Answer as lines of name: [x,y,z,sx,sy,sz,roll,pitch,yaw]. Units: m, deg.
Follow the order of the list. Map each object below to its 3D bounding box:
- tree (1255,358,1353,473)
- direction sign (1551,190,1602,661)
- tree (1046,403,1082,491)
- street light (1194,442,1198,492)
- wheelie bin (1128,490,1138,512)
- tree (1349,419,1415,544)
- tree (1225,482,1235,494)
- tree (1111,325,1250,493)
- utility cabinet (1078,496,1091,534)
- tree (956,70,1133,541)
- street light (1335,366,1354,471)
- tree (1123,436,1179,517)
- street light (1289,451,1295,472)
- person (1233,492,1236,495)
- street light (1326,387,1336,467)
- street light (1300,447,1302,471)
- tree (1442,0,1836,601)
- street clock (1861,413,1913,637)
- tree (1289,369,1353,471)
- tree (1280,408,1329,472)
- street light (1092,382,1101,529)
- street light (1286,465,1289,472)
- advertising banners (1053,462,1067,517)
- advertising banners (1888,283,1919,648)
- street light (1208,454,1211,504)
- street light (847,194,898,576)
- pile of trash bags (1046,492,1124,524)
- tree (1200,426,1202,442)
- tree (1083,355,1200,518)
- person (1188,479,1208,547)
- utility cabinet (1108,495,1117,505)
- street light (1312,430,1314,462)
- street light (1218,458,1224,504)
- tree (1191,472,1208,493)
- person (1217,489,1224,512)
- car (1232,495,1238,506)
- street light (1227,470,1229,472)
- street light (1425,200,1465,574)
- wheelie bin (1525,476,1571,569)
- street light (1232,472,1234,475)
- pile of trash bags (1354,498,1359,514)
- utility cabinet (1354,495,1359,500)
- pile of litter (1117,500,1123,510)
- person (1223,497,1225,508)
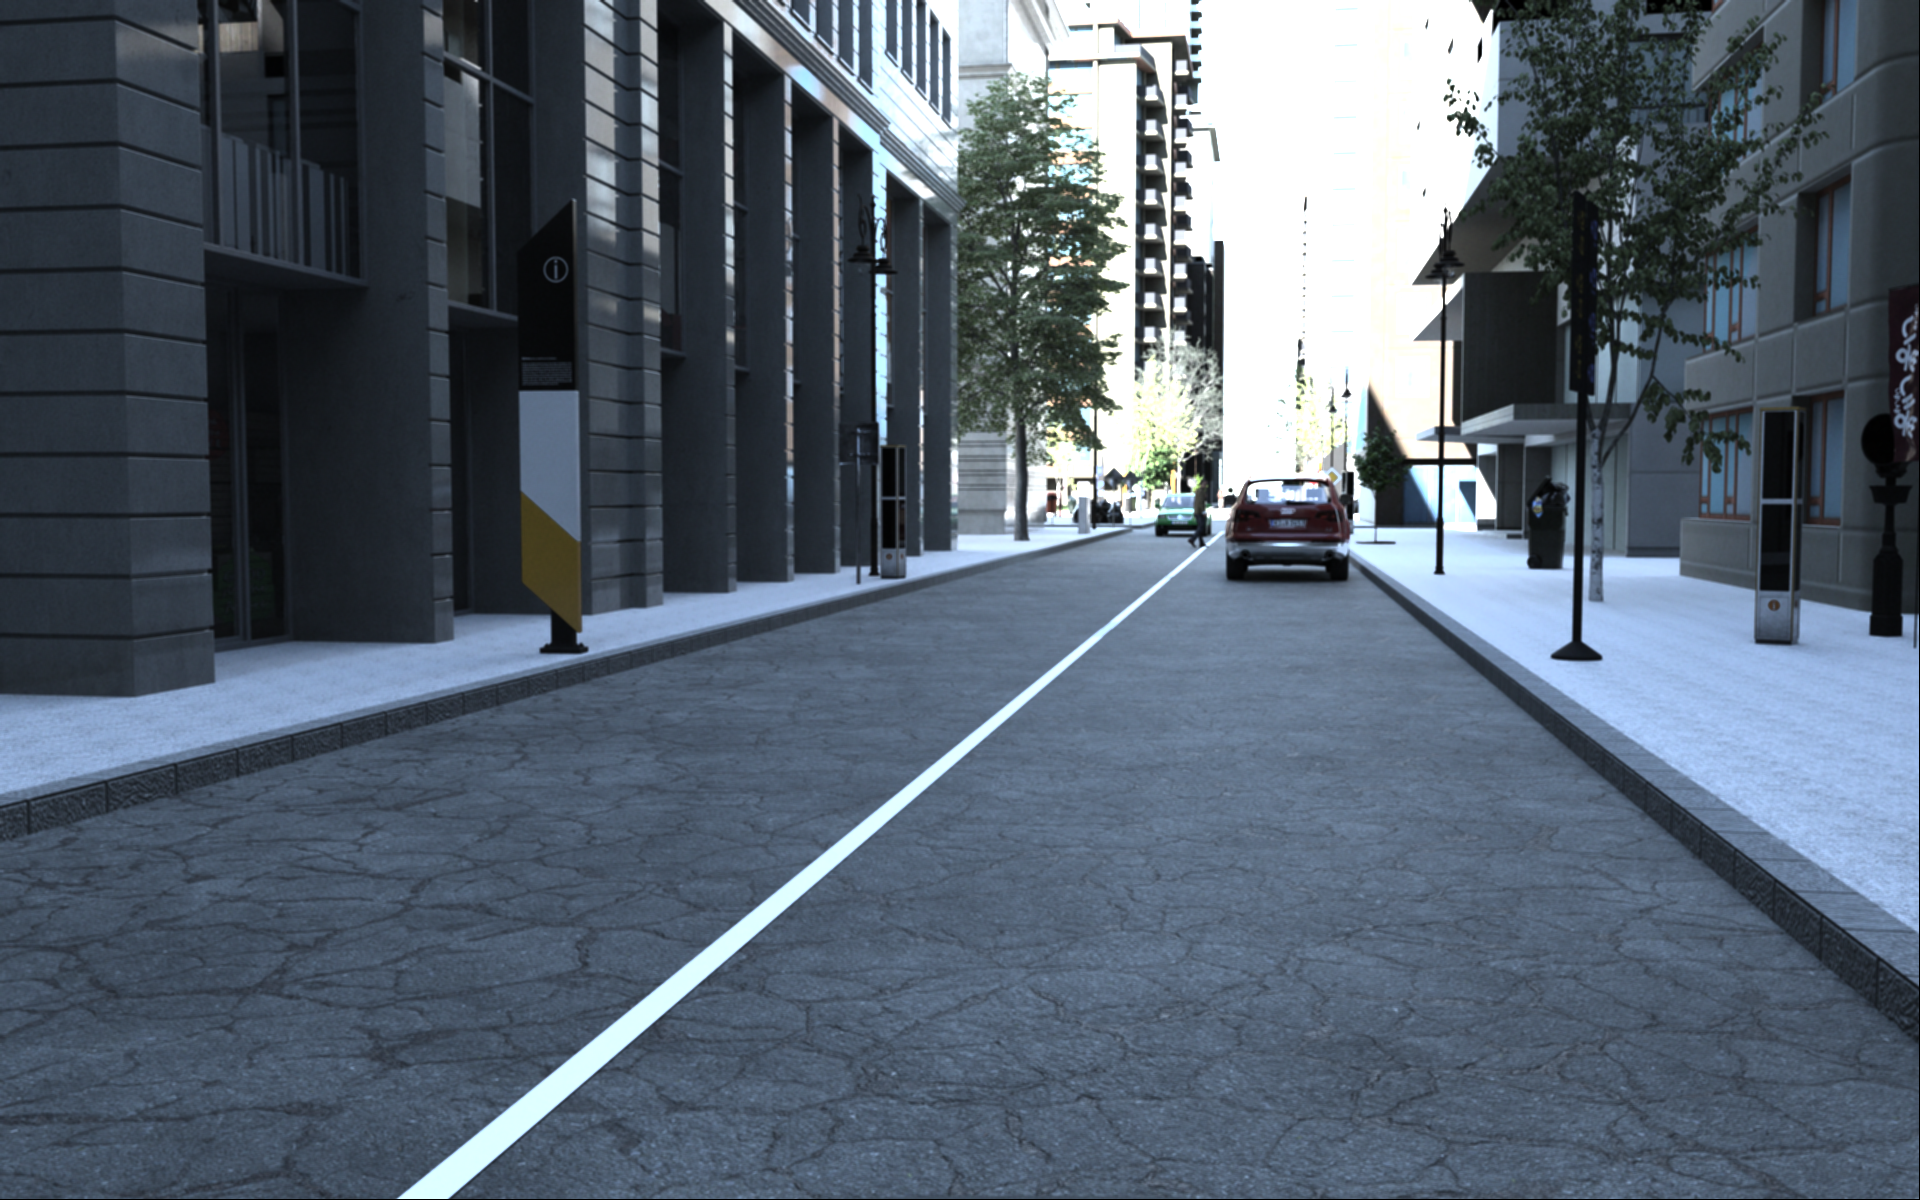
tree: [23.758,-11.290,119.006,7.601,10.594,8.767,1,4,14]
direction sign: [4.805,-1.309,13.392,0.379,3.537,0.876,2,4,30]
tree: [7.990,-11.526,138.819,4.737,8.622,4.395,0,3,0]
street light: [20.216,-10.755,148.631,0.468,5.910,1.993,1,4,10]
wheelie bin: [12.243,-7.085,123.751,0.693,1.594,0.980,-2,4,-34]
tree: [10.895,-3.067,44.740,1.663,3.219,1.824,0,3,0]
tree: [44.481,-17.755,284.893,1.663,3.219,1.824,0,3,0]
tree: [15.893,-13.206,126.290,12.009,13.543,11.850,0,3,0]
utility cabinet: [4.024,-2.736,55.896,0.306,1.237,1.020,1,4,12]
tree: [1.349,-7.892,47.168,7.486,12.596,7.792,0,3,0]
street light: [13.993,-5.507,62.823,0.468,5.910,1.993,1,4,10]
tree: [10.781,-7.004,98.229,4.285,4.588,4.351,0,3,0]
street light: [35.630,-12.961,184.706,0.468,5.910,1.993,1,4,10]
person: [38.258,-14.221,241.684,0.551,1.740,0.621,2,4,31]
street light: [16.000,-6.221,74.499,0.468,5.910,1.993,1,4,10]
street light: [29.411,-10.816,149.628,0.468,5.910,1.993,1,4,10]
tree: [7.614,-4.277,20.288,4.737,8.622,4.395,0,3,0]
street clock: [8.376,-0.675,15.609,0.358,2.002,0.471,-1,4,-20]
tree: [21.084,-9.250,101.592,4.737,8.622,4.395,0,3,0]
tree: [27.787,-11.507,138.497,4.360,8.622,3.978,0,3,0]
street light: [4.906,-5.527,63.159,0.468,5.910,1.993,1,4,10]
street light: [42.002,-15.128,220.134,0.468,5.910,1.993,1,4,10]
advertising banners: [5.592,-6.158,96.864,0.090,3.025,2.074,-1,4,-18]
advertising banners: [7.994,-1.078,13.814,0.090,3.025,2.074,0,4,-4]
street light: [26.512,-12.919,184.016,0.468,5.910,1.993,1,4,10]
street light: [-1.345,-3.318,27.031,0.468,5.910,1.993,1,4,10]
pile of trash bags: [5.326,-4.004,75.221,3.447,1.369,1.912,-1,4,-10]
tree: [13.187,-9.765,110.024,4.737,8.622,4.395,0,3,0]
tree: [9.736,-8.693,92.501,4.737,8.622,4.395,0,3,0]
person: [6.471,-2.340,46.675,0.836,1.842,0.656,-3,5,-41]
utility cabinet: [11.979,-7.643,136.130,0.306,1.237,1.020,2,4,34]
street light: [22.330,-8.373,109.679,0.468,5.910,1.993,1,4,10]
street light: [34.830,-15.752,230.338,0.468,5.910,1.993,1,4,10]
tree: [21.458,-9.834,155.385,1.663,3.219,1.824,0,3,0]
person: [21.483,-8.188,142.342,0.573,1.828,0.580,3,5,44]
car: [31.381,-11.102,193.881,2.083,1.381,4.827,1,4,9]
street light: [41.184,-17.944,266.176,0.468,5.910,1.993,1,4,10]
street light: [7.678,-3.350,27.564,0.468,5.910,1.993,1,4,10]
wheelie bin: [10.135,-1.343,29.860,0.693,1.594,0.980,2,4,24]
street light: [47.488,-20.089,301.238,0.468,5.910,1.993,1,4,10]
pile of trash bags: [25.367,-6.244,111.838,1.912,1.369,3.447,-1,4,-20]
utility cabinet: [28.270,-6.901,123.995,0.306,1.237,1.020,-1,4,-16]
pile of litter: [13.276,-7.862,142.502,1.719,0.858,1.176,-2,4,-29]
person: [27.496,-10.353,181.001,0.697,1.427,0.421,2,4,33]
